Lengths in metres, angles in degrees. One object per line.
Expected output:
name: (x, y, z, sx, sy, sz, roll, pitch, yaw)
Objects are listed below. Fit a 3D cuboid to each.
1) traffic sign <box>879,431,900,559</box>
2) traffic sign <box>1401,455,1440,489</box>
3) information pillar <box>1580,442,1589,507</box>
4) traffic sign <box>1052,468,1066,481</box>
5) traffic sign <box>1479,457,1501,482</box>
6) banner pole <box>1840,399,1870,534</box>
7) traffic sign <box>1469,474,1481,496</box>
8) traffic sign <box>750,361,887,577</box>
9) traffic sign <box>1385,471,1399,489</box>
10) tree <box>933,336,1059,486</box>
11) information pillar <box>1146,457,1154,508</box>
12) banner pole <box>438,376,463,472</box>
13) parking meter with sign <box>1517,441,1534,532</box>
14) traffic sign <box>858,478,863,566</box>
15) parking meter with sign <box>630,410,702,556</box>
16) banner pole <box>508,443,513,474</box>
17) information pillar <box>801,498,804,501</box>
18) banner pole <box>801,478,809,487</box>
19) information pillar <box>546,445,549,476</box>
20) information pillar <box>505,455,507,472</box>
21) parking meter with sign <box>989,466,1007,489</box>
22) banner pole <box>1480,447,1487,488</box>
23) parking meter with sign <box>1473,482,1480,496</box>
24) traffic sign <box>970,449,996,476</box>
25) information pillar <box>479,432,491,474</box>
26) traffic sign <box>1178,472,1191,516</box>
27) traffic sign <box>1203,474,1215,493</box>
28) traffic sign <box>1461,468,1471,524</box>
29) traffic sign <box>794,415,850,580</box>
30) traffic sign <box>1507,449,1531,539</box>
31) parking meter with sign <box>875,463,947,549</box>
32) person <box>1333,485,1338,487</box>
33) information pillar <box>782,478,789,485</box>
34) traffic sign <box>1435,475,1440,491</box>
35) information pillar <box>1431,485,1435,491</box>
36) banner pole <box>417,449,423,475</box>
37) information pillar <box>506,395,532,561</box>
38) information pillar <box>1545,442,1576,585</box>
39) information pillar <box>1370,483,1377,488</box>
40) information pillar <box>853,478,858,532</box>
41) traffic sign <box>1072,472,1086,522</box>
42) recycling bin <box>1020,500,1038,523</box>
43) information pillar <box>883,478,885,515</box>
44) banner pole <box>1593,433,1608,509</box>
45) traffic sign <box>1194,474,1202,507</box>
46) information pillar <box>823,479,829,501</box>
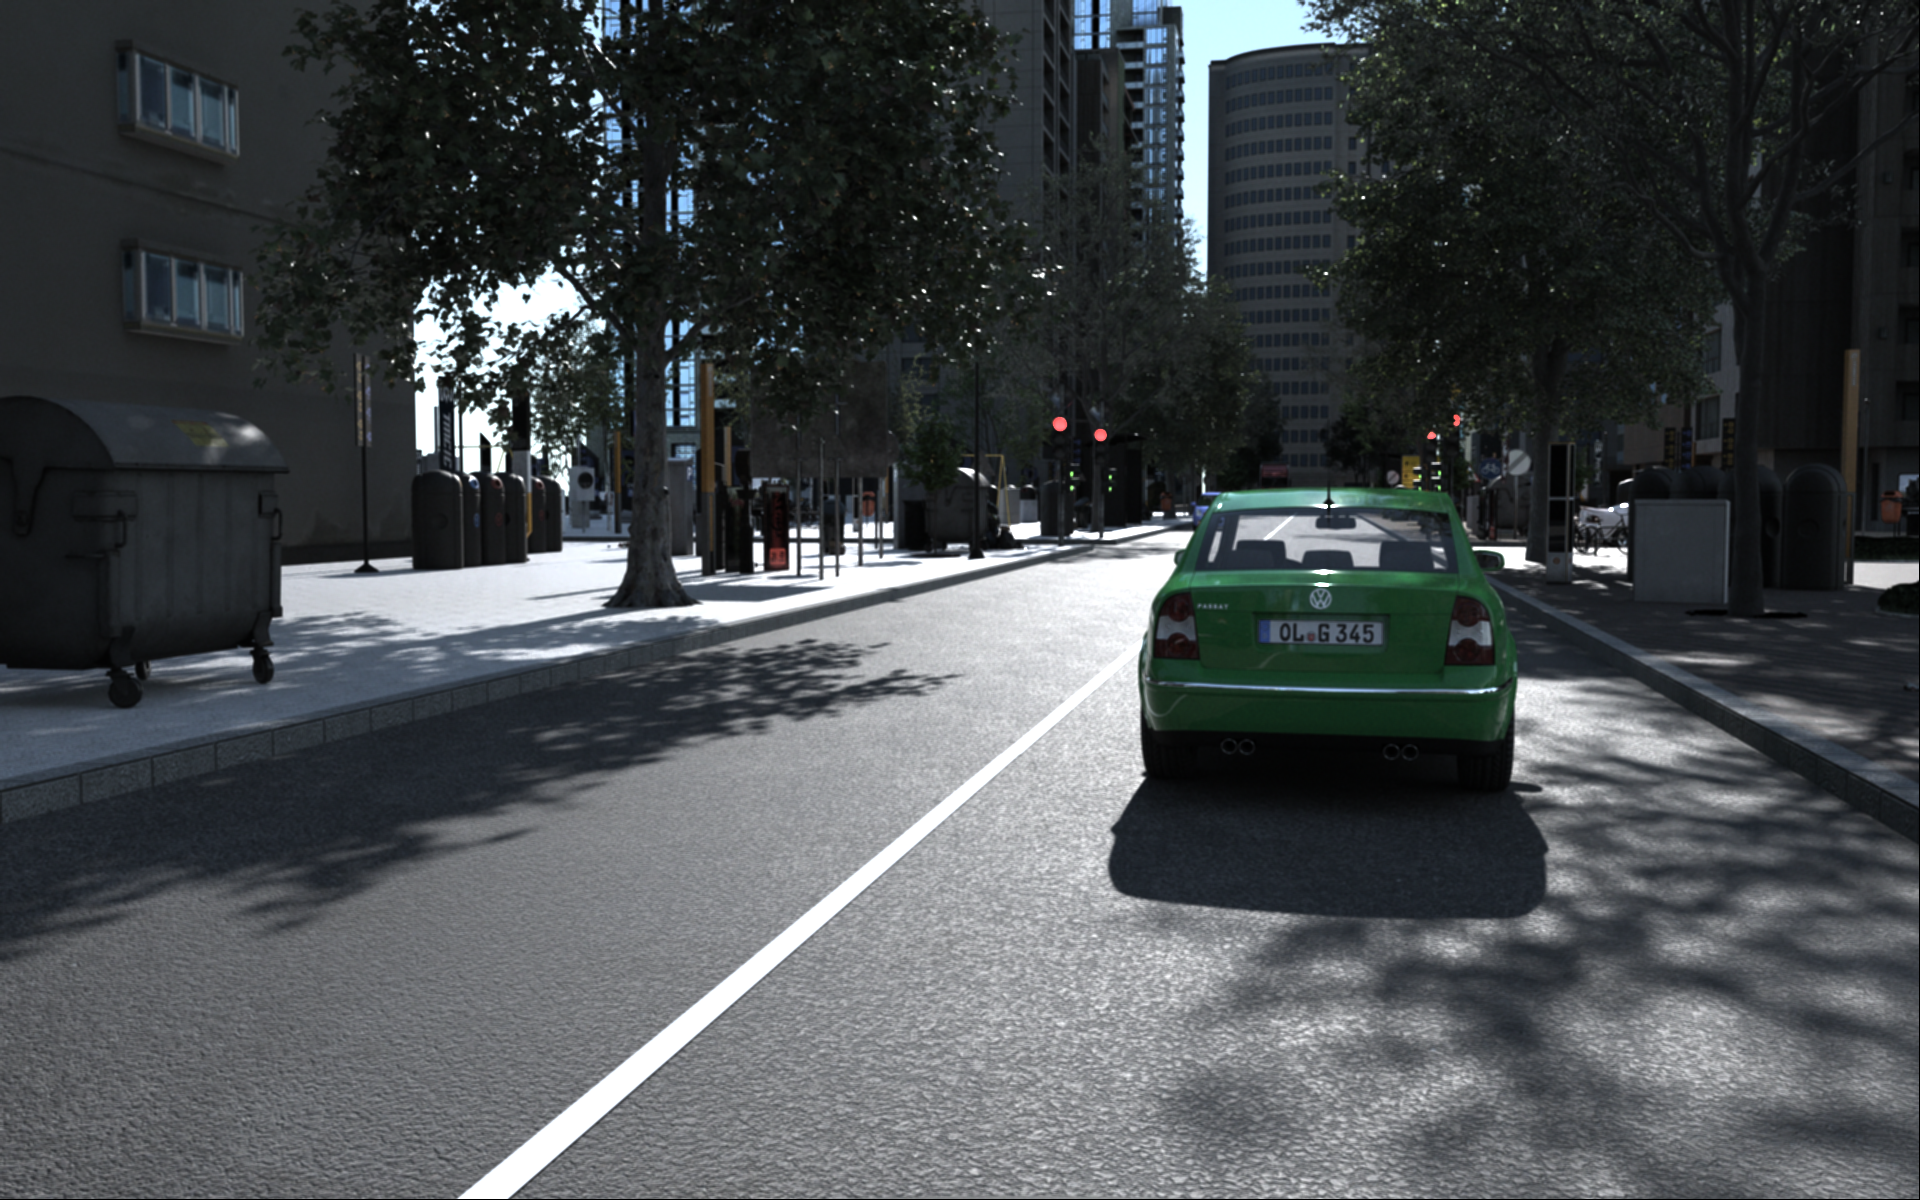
traffic sign: (-1.569, -2.095, 34.354, 0.768, 2.556, 0.104, 1, 4, 20)
traffic sign: (24.183, -5.902, 90.373, 2.265, 3.308, 0.079, 1, 4, 19)
information pillar: (28.309, -5.329, 78.483, 0.183, 3.616, 0.504, -1, 4, -15)
traffic sign: (4.177, -4.307, 70.421, 0.884, 2.594, 0.081, 1, 4, 18)
traffic sign: (18.429, -3.675, 60.195, 0.768, 2.556, 0.104, 1, 4, 21)
banner pole: (23.769, -3.421, 45.958, 0.863, 3.779, 0.401, 3, 5, 44)
traffic sign: (22.630, -4.700, 76.849, 0.884, 2.594, 0.081, 1, 4, 13)
traffic sign: (-2.213, -2.020, 26.903, 2.265, 3.308, 0.079, 1, 4, 16)
traffic sign: (23.356, -5.721, 93.641, 0.768, 2.556, 0.104, 1, 4, 19)
tree: (2.059, -10.820, 102.661, 9.928, 11.665, 9.643, 0, 3, 0)
information pillar: (10.819, -6.563, 98.660, 0.504, 3.616, 0.183, -1, 4, -16)
banner pole: (-9.527, -2.602, 32.560, 0.401, 3.779, 0.863, 1, 4, 23)
parking meter with sign: (18.791, -3.710, 56.917, 0.543, 3.016, 1.738, 0, 4, -2)
traffic sign: (-1.766, -1.869, 30.670, 0.768, 2.556, 0.104, 1, 4, 17)
parking meter with sign: (-5.944, -2.436, 36.093, 1.738, 3.016, 0.543, 1, 4, 13)
banner pole: (-16.562, -4.589, 65.048, 0.863, 3.779, 0.401, -1, 4, -12)
information pillar: (-10.483, -7.465, 113.412, 0.504, 3.616, 0.183, -1, 4, -8)
banner pole: (-7.160, -5.426, 78.729, 0.863, 3.779, 0.401, -3, 5, -43)
information pillar: (-19.504, -5.538, 81.893, 0.183, 3.616, 0.504, -1, 4, -8)
information pillar: (-22.140, -5.750, 85.368, 0.504, 3.616, 0.183, -1, 4, -9)
parking meter with sign: (2.077, -6.906, 109.170, 1.738, 3.016, 0.543, -1, 4, -15)
banner pole: (27.643, -6.207, 91.493, 0.401, 3.779, 0.863, 3, 5, 41)
parking meter with sign: (28.830, -6.154, 96.886, 1.738, 3.016, 0.543, -1, 4, -20)
traffic sign: (0.606, -3.073, 50.242, 0.884, 2.594, 0.081, 1, 4, 13)
information pillar: (-17.931, -4.532, 65.450, 0.183, 3.616, 0.504, 2, 4, 35)
traffic sign: (12.897, -6.079, 99.492, 0.768, 2.556, 0.104, 1, 4, 21)
traffic sign: (15.994, -6.801, 111.302, 0.768, 2.556, 0.104, 1, 4, 14)
traffic sign: (17.157, -3.545, 59.145, 0.795, 2.450, 0.064, 1, 4, 17)
traffic sign: (-2.068, -1.577, 25.789, 0.884, 2.594, 0.081, 1, 4, 18)
traffic sign: (15.725, -2.990, 48.987, 0.768, 2.556, 0.104, 1, 4, 18)
parking meter with sign: (-1.172, -2.707, 40.526, 1.738, 3.016, 0.543, -1, 4, -20)
person: (15.817, -3.932, 72.965, 0.419, 1.800, 0.721, 1, 4, 17)
information pillar: (-10.537, -6.928, 104.623, 0.504, 3.616, 0.183, 3, 5, 41)
traffic sign: (22.341, -4.851, 81.442, 0.606, 2.300, 0.079, 1, 4, 14)
information pillar: (17.117, -3.582, 63.053, 0.304, 2.012, 0.304, 0, 4, 7)
banner pole: (-26.842, -5.824, 85.236, 0.863, 3.779, 0.401, -2, 4, -27)
information pillar: (-8.382, -2.553, 33.100, 0.504, 3.616, 0.183, 3, 5, 40)
information pillar: (8.522, -1.229, 24.580, 0.304, 2.012, 0.304, 2, 4, 35)
information pillar: (26.816, -6.595, 112.325, 0.304, 2.012, 0.304, -2, 4, -27)
information pillar: (-3.489, -3.321, 58.782, 0.304, 2.012, 0.304, 0, 4, -5)
traffic sign: (4.708, -4.313, 70.528, 0.884, 2.594, 0.081, 1, 4, 21)
recycling bin: (3.070, -3.968, 77.424, 0.722, 1.027, 0.722, 0, 4, -8)
information pillar: (-4.616, -6.994, 105.698, 0.504, 3.616, 0.183, 3, 4, 37)
banner pole: (26.277, -4.954, 71.023, 0.401, 3.779, 0.863, -2, 4, -24)
traffic sign: (15.262, -6.857, 112.221, 0.768, 2.556, 0.104, 1, 4, 14)
information pillar: (-6.586, -4.923, 84.978, 0.304, 2.012, 0.304, 0, 4, -2)
